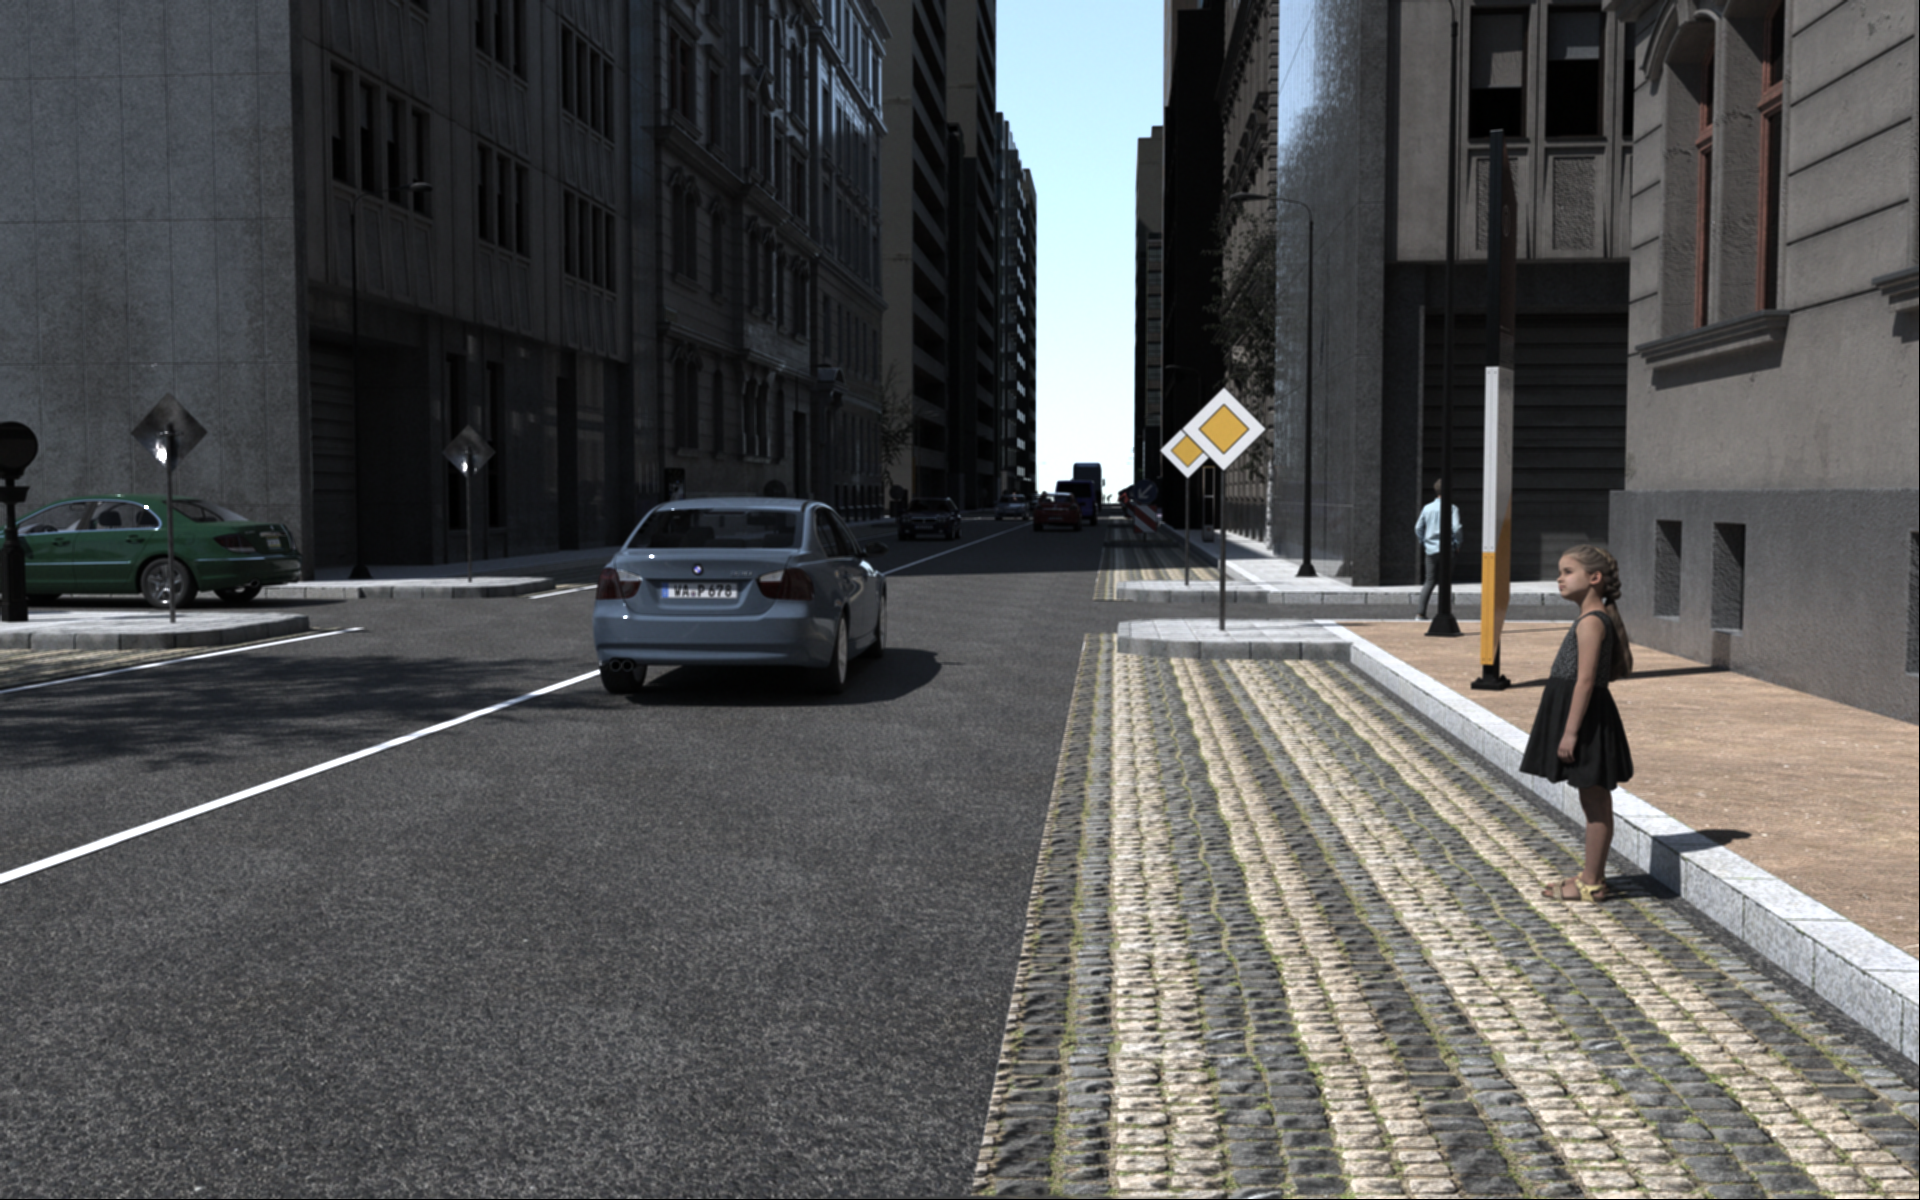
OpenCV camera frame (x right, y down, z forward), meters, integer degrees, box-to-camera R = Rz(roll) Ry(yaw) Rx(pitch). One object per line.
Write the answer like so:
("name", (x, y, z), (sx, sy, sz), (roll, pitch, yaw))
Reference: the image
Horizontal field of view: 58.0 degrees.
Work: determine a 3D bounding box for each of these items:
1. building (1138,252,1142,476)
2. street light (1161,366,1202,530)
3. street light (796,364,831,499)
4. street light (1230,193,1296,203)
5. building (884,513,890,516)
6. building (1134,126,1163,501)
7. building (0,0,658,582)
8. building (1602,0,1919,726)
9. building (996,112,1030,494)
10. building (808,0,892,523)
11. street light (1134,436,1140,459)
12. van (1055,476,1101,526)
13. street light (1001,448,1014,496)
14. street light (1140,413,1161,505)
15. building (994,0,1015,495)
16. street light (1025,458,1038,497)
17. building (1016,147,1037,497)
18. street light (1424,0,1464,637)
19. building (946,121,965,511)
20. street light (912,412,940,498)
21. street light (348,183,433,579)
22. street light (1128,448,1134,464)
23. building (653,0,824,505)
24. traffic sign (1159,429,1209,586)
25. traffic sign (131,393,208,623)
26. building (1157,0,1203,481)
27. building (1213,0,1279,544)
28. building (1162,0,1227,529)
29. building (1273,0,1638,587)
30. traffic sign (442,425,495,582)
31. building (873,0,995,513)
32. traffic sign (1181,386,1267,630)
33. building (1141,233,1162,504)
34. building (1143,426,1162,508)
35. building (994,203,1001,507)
("building", (28.314, -26.603, 206.660), (14.160, 30.474, 14.107), (0, 4, 5))
("street light", (8.117, -5.512, 62.666), (1.470, 5.913, 1.316), (0, 4, 5))
("street light", (-5.293, -5.468, 61.935), (1.470, 5.913, 1.316), (0, 4, 5))
("street light", (4.859, -3.320, 26.830), (1.470, 5.913, 1.316), (0, 4, 5))
("building", (-12.481, -29.832, 111.460), (21.300, 48.544, 21.600), (0, 4, 5))
("building", (33.398, -36.689, 223.571), (21.300, 48.544, 21.600), (0, 4, 5))
("building", (-14.704, -13.269, 34.968), (12.078, 24.808, 19.932), (0, 4, 5))
("building", (11.050, -13.199, 3.189), (14.401, 28.519, 23.554), (0, 4, 5))
("building", (-3.295, -36.705, 219.728), (23.786, 49.044, 30.456), (0, 4, 5))
("building", (-10.955, -17.926, 79.001), (13.634, 28.700, 20.117), (0, 4, 5))
("street light", (14.907, -10.177, 138.939), (1.470, 5.913, 1.316), (0, 4, 5))
("van", (5.392, -4.639, 80.239), (2.240, 2.365, 5.245), (0, 4, 6))
("street light", (4.683, -12.333, 174.188), (1.470, 5.913, 1.316), (0, 4, 5))
("street light", (11.651, -7.985, 103.103), (1.470, 5.913, 1.316), (0, 4, 5))
("building", (-4.268, -46.196, 193.552), (20.563, 71.187, 20.611), (0, 4, 5))
("street light", (8.862, -15.146, 220.170), (1.470, 5.913, 1.316), (0, 4, 5))
("building", (-0.297, -38.034, 245.559), (21.300, 48.544, 21.600), (0, 4, 5))
("street light", (3.852, -2.633, 15.585), (1.470, 5.913, 1.316), (0, 4, 5))
("building", (-7.224, -21.895, 129.682), (14.160, 30.474, 14.107), (0, 4, 5))
("street light", (-1.863, -7.878, 101.348), (1.470, 5.913, 1.316), (0, 4, 5))
("street light", (-8.563, -3.273, 26.060), (1.470, 5.913, 1.316), (0, 4, 5))
("street light", (18.999, -13.036, 185.683), (1.470, 5.913, 1.316), (0, 4, 5))
("building", (-12.900, -16.458, 56.482), (14.401, 28.519, 23.554), (0, 4, 5))
("traffic sign", (3.175, -1.257, 24.202), (0.795, 2.450, 0.064), (0, 4, 5))
("traffic sign", (-7.836, -0.828, 17.184), (0.795, 2.450, 0.064), (0, 4, 5))
("building", (22.839, -29.624, 134.466), (14.600, 45.320, 14.200), (0, 4, 5))
("building", (13.344, -13.632, 51.762), (11.050, 23.489, 19.941), (0, 4, 5))
("building", (14.600, -14.673, 69.578), (12.332, 23.373, 15.834), (0, 4, 5))
("building", (15.862, -12.863, 28.329), (19.932, 24.808, 12.078), (0, 4, 5))
("traffic sign", (-7.126, -1.315, 25.138), (0.795, 2.450, 0.064), (0, 4, 5))
("building", (-8.393, -32.019, 147.211), (21.300, 48.544, 21.600), (0, 4, 5))
("traffic sign", (2.466, -0.771, 16.248), (0.795, 2.450, 0.064), (0, 4, 5))
("building", (27.676, -25.717, 192.180), (14.160, 30.474, 14.107), (0, 4, 5))
("building", (28.165, -51.542, 155.382), (22.319, 86.520, 31.000), (0, 4, 5))
("building", (-3.537, -24.098, 165.695), (14.160, 30.474, 14.107), (0, 4, 5))
